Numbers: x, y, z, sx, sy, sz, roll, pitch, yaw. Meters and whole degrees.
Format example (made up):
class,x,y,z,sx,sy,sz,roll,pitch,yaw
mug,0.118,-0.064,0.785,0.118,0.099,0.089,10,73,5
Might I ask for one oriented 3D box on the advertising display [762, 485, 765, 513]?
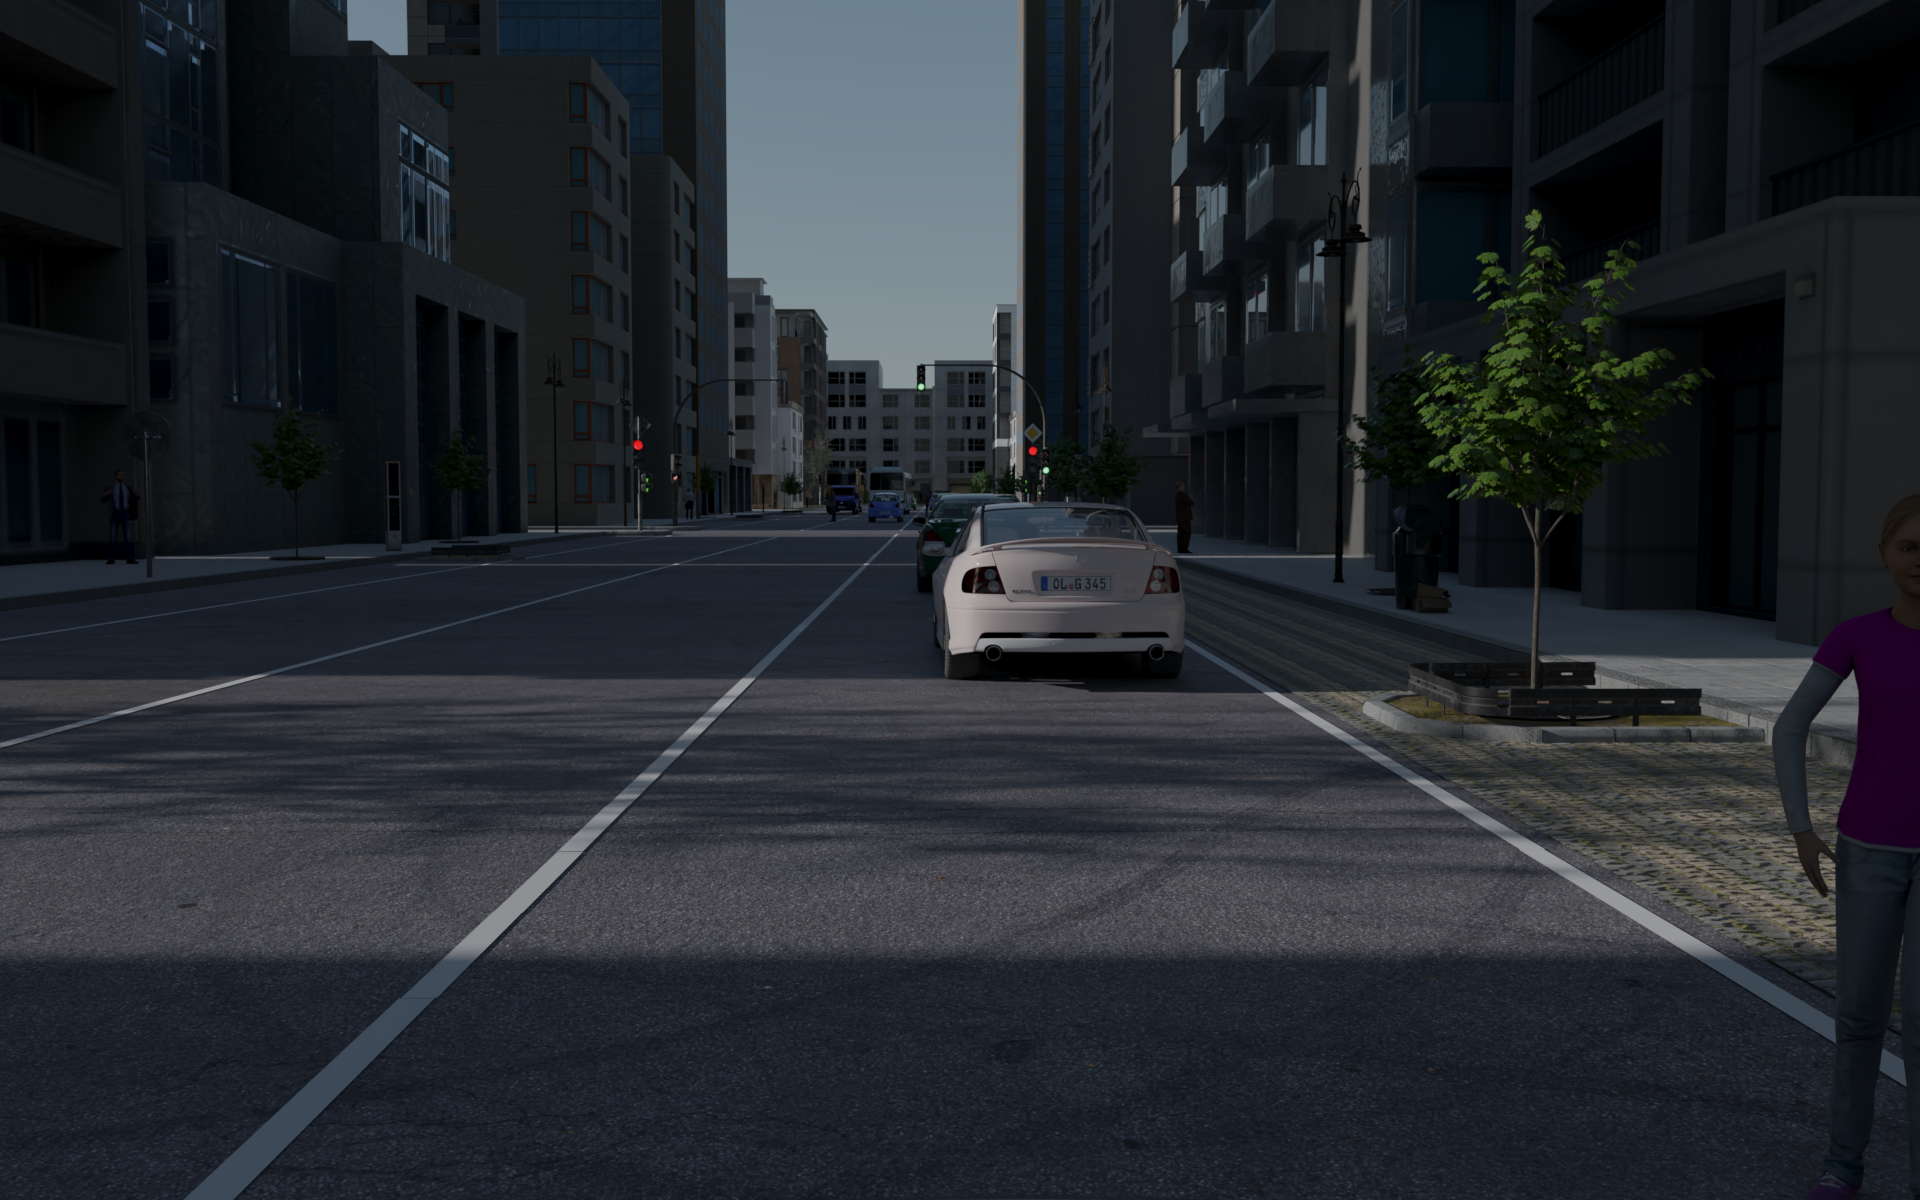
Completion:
class,x,y,z,sx,sy,sz,roll,pitch,yaw
advertising display,-13.607,-7.011,119.836,0.123,1.923,0.974,0,4,-3

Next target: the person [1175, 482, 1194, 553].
class,x,y,z,sx,sy,sz,roll,pitch,yaw
person,4.857,-1.789,37.561,0.388,1.546,0.482,-1,4,-11

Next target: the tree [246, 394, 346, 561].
class,x,y,z,sx,sy,sz,roll,pitch,yaw
tree,-13.091,-2.395,33.760,1.663,3.219,1.824,0,3,0

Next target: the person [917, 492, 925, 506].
class,x,y,z,sx,sy,sz,roll,pitch,yaw
person,-4.749,-12.318,210.723,1.217,1.723,0.721,2,4,29

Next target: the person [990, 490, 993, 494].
class,x,y,z,sx,sy,sz,roll,pitch,yaw
person,3.200,-10.266,174.811,0.530,1.710,0.541,0,4,-1

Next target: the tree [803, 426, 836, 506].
class,x,y,z,sx,sy,sz,roll,pitch,yaw
tree,-15.375,-14.556,188.348,4.360,8.622,3.978,0,3,0

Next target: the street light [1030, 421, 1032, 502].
class,x,y,z,sx,sy,sz,roll,pitch,yaw
street light,4.422,-8.261,107.853,0.468,5.910,1.993,0,4,-1

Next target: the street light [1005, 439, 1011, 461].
class,x,y,z,sx,sy,sz,roll,pitch,yaw
street light,3.969,-10.414,143.062,0.468,5.910,1.993,0,4,-1

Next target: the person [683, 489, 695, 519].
class,x,y,z,sx,sy,sz,roll,pitch,yaw
person,-13.728,-4.853,87.596,0.614,1.554,0.590,-1,4,-14

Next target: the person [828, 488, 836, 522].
class,x,y,z,sx,sy,sz,roll,pitch,yaw
person,-6.582,-4.855,88.699,0.431,1.722,0.655,0,4,5

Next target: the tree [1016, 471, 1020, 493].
class,x,y,z,sx,sy,sz,roll,pitch,yaw
tree,4.636,-7.976,125.010,1.663,3.219,1.824,0,3,0

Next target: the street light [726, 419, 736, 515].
class,x,y,z,sx,sy,sz,roll,pitch,yaw
street light,-13.713,-8.019,103.894,0.468,5.910,1.993,0,4,-1

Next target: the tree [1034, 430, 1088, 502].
class,x,y,z,sx,sy,sz,roll,pitch,yaw
tree,5.181,-6.437,88.962,4.285,4.588,4.351,0,3,0

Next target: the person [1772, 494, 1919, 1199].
class,x,y,z,sx,sy,sz,roll,pitch,yaw
person,1.796,0.519,3.255,0.726,1.435,0.776,2,4,29

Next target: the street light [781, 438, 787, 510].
class,x,y,z,sx,sy,sz,roll,pitch,yaw
street light,-14.129,-10.172,139.103,0.468,5.910,1.993,0,4,-1

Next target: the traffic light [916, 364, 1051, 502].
class,x,y,z,sx,sy,sz,roll,pitch,yaw
traffic light,0.868,-5.250,60.506,4.771,5.953,1.251,0,4,-1

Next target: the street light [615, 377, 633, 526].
class,x,y,z,sx,sy,sz,roll,pitch,yaw
street light,-13.298,-5.865,68.685,0.468,5.910,1.993,0,4,-1

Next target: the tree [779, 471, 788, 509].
class,x,y,z,sx,sy,sz,roll,pitch,yaw
tree,-14.407,-9.240,145.668,1.663,3.219,1.824,0,3,0

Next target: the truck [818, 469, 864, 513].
class,x,y,z,sx,sy,sz,roll,pitch,yaw
truck,-8.973,-8.460,134.237,3.469,3.379,9.791,0,4,0

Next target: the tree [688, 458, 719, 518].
class,x,y,z,sx,sy,sz,roll,pitch,yaw
tree,-13.749,-6.007,92.821,1.663,3.219,1.824,0,3,0

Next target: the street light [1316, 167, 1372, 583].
class,x,y,z,sx,sy,sz,roll,pitch,yaw
street light,5.496,-3.191,24.967,0.468,5.910,1.993,0,4,-1

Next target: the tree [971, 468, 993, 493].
class,x,y,z,sx,sy,sz,roll,pitch,yaw
tree,3.027,-14.544,221.515,4.285,4.588,4.351,0,3,0

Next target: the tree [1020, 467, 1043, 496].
class,x,y,z,sx,sy,sz,roll,pitch,yaw
tree,5.115,-7.101,110.698,1.663,3.219,1.824,0,3,0

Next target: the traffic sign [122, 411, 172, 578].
class,x,y,z,sx,sy,sz,roll,pitch,yaw
traffic sign,-12.448,-1.616,26.527,0.768,2.556,0.104,0,4,1

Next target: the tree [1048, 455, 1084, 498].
class,x,y,z,sx,sy,sz,roll,pitch,yaw
tree,5.253,-5.501,84.535,1.663,3.219,1.824,0,3,0

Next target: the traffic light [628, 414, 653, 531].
class,x,y,z,sx,sy,sz,roll,pitch,yaw
traffic light,-11.162,-4.377,60.482,0.839,4.253,0.868,0,4,-1

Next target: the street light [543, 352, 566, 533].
class,x,y,z,sx,sy,sz,roll,pitch,yaw
street light,-13.204,-5.121,56.509,0.468,5.910,1.993,0,4,-1

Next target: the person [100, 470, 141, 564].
class,x,y,z,sx,sy,sz,roll,pitch,yaw
person,-15.288,-1.511,31.568,0.655,1.722,0.431,-2,4,-33

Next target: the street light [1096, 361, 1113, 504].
class,x,y,z,sx,sy,sz,roll,pitch,yaw
street light,5.029,-5.355,60.335,0.468,5.910,1.993,0,4,-1

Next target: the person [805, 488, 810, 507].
class,x,y,z,sx,sy,sz,roll,pitch,yaw
person,-14.575,-9.761,165.640,0.705,1.823,1.348,1,4,10

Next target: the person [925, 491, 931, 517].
class,x,y,z,sx,sy,sz,roll,pitch,yaw
person,-1.987,-5.946,107.186,0.415,1.643,0.593,-1,4,-15

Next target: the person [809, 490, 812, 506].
class,x,y,z,sx,sy,sz,roll,pitch,yaw
person,-15.914,-10.941,185.638,0.721,1.735,1.217,0,4,-6

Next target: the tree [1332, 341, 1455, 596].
class,x,y,z,sx,sy,sz,roll,pitch,yaw
tree,5.592,-1.683,22.121,1.663,3.219,1.824,0,3,0

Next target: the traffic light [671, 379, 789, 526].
class,x,y,z,sx,sy,sz,roll,pitch,yaw
traffic light,-9.171,-5.741,68.527,4.771,5.953,1.251,0,4,-1

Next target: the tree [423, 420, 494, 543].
class,x,y,z,sx,sy,sz,roll,pitch,yaw
tree,-13.094,-3.098,45.250,1.663,3.219,1.824,0,3,0

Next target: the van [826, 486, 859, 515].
class,x,y,z,sx,sy,sz,roll,pitch,yaw
van,-8.190,-7.200,122.109,2.240,2.365,5.245,0,4,0

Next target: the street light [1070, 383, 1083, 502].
class,x,y,z,sx,sy,sz,roll,pitch,yaw
street light,4.855,-6.094,72.424,0.468,5.910,1.993,0,4,-1

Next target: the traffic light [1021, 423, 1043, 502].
class,x,y,z,sx,sy,sz,roll,pitch,yaw
traffic light,2.859,-4.877,68.658,0.839,4.253,0.868,0,4,-1
